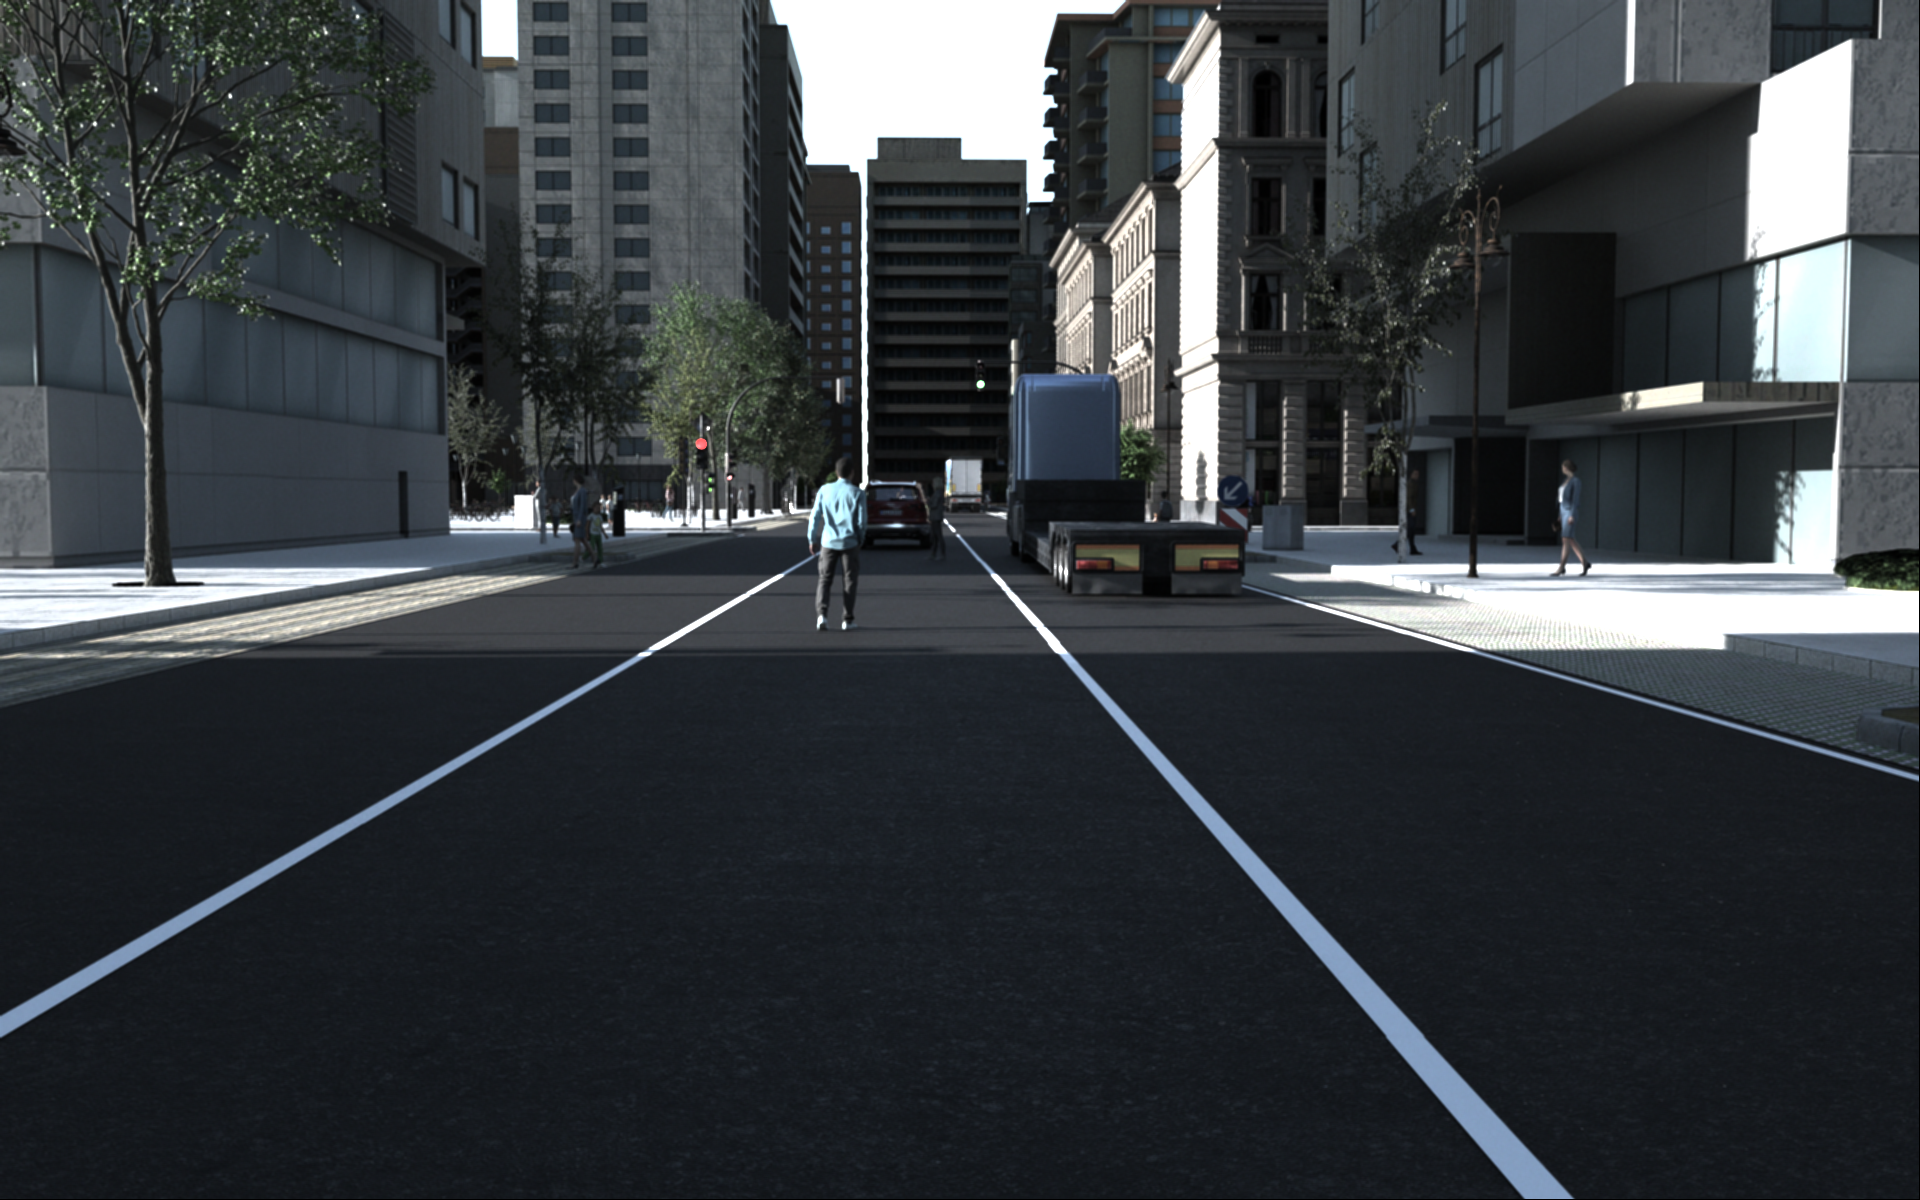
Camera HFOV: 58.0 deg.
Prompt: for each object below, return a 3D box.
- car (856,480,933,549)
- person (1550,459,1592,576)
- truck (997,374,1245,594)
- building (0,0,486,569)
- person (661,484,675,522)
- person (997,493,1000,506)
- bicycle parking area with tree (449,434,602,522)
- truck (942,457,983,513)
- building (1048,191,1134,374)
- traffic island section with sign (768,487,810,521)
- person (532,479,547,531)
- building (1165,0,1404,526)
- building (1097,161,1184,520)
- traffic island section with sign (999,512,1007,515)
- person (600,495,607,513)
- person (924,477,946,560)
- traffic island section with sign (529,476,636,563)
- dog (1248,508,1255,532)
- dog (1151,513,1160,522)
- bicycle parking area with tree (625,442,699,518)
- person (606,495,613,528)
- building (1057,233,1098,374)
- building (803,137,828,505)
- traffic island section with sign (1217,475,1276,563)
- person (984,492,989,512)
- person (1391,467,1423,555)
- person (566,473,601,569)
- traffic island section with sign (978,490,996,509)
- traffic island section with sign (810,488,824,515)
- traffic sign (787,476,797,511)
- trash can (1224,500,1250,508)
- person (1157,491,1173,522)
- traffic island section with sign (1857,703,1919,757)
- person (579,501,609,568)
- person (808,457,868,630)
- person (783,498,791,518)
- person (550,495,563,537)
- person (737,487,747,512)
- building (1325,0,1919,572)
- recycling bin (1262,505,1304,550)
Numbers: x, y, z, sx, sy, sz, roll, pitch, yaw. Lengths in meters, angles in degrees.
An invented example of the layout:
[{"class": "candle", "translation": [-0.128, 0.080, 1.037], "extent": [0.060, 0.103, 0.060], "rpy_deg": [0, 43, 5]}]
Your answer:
[{"class": "car", "translation": [-1.738, -2.341, 46.945], "extent": [2.281, 1.827, 5.304], "rpy_deg": [0, 4, 1]}, {"class": "person", "translation": [9.577, -1.286, 27.095], "extent": [0.654, 1.822, 0.581], "rpy_deg": [1, 4, 14]}, {"class": "truck", "translation": [2.525, -2.650, 33.081], "extent": [2.967, 4.110, 18.799], "rpy_deg": [0, 4, -1]}, {"class": "building", "translation": [-28.055, -27.668, 41.606], "extent": [27.495, 52.752, 28.713], "rpy_deg": [0, 4, -1]}, {"class": "person", "translation": [-13.657, -4.550, 81.019], "extent": [0.643, 1.750, 0.593], "rpy_deg": [0, 4, 1]}, {"class": "person", "translation": [4.086, -10.642, 183.297], "extent": [0.557, 1.426, 1.065], "rpy_deg": [0, 4, -7]}, {"class": "bicycle parking area with tree", "translation": [-23.574, -5.890, 83.306], "extent": [8.231, 4.147, 9.016], "rpy_deg": [2, 4, 29]}, {"class": "truck", "translation": [0.205, -9.012, 136.251], "extent": [2.839, 4.237, 11.283], "rpy_deg": [0, 4, -3]}, {"class": "building", "translation": [12.984, -18.592, 132.853], "extent": [11.050, 23.489, 19.941], "rpy_deg": [0, 4, -1]}, {"class": "traffic island section with sign", "translation": [-9.219, -5.139, 92.650], "extent": [1.989, 1.847, 2.006], "rpy_deg": [0, 4, -1]}, {"class": "person", "translation": [-14.480, -3.264, 59.586], "extent": [0.466, 1.800, 0.511], "rpy_deg": [0, 4, -2]}, {"class": "building", "translation": [19.369, -14.968, 73.598], "extent": [19.941, 23.489, 11.050], "rpy_deg": [0, 4, -1]}, {"class": "building", "translation": [13.784, -13.969, 93.016], "extent": [10.561, 19.102, 19.286], "rpy_deg": [0, 4, -1]}, {"class": "traffic island section with sign", "translation": [3.717, -6.751, 119.008], "extent": [1.989, 1.847, 2.006], "rpy_deg": [0, 4, -1]}, {"class": "person", "translation": [-16.429, -4.219, 79.708], "extent": [0.332, 1.250, 0.352], "rpy_deg": [-1, 4, -20]}, {"class": "person", "translation": [-0.564, -1.781, 37.810], "extent": [0.526, 1.800, 0.537], "rpy_deg": [1, 4, 10]}, {"class": "traffic island section with sign", "translation": [-7.975, -1.725, 36.829], "extent": [1.989, 1.847, 2.006], "rpy_deg": [0, 4, -1]}, {"class": "dog", "translation": [9.879, -2.727, 58.971], "extent": [0.513, 0.831, 0.800], "rpy_deg": [2, 4, 35]}, {"class": "dog", "translation": [9.141, -3.811, 80.045], "extent": [0.550, 0.427, 0.748], "rpy_deg": [0, 4, -6]}, {"class": "bicycle parking area with tree", "translation": [-18.248, -6.586, 94.685], "extent": [8.231, 4.147, 9.016], "rpy_deg": [1, 4, 9]}, {"class": "person", "translation": [-13.353, -3.388, 66.114], "extent": [0.332, 1.250, 0.352], "rpy_deg": [-1, 4, -12]}, {"class": "building", "translation": [12.328, -15.186, 112.922], "extent": [10.561, 19.102, 19.286], "rpy_deg": [0, 4, -1]}, {"class": "building", "translation": [-30.684, -33.583, 203.700], "extent": [28.867, 44.769, 22.147], "rpy_deg": [0, 4, -1]}, {"class": "traffic island section with sign", "translation": [5.557, -1.725, 36.825], "extent": [1.989, 1.847, 2.006], "rpy_deg": [0, 4, -1]}, {"class": "person", "translation": [2.135, -7.807, 137.958], "extent": [0.330, 1.601, 0.589], "rpy_deg": [2, 4, 30]}, {"class": "person", "translation": [9.445, -1.861, 36.386], "extent": [0.836, 1.842, 0.656], "rpy_deg": [-1, 4, -23]}, {"class": "person", "translation": [-7.162, -1.487, 32.841], "extent": [0.654, 1.822, 0.581], "rpy_deg": [0, 4, -6]}, {"class": "traffic island section with sign", "translation": [2.560, -9.891, 170.351], "extent": [1.989, 1.847, 2.006], "rpy_deg": [0, 4, -1]}, {"class": "traffic island section with sign", "translation": [-9.828, -6.787, 119.598], "extent": [1.989, 1.847, 2.006], "rpy_deg": [0, 4, -1]}, {"class": "traffic sign", "translation": [-12.103, -7.626, 124.798], "extent": [0.768, 2.556, 0.104], "rpy_deg": [0, 4, 4]}, {"class": "trash can", "translation": [7.176, -2.039, 44.985], "extent": [0.748, 1.137, 0.748], "rpy_deg": [0, 3, 0]}, {"class": "person", "translation": [5.236, -2.048, 44.575], "extent": [0.523, 1.515, 0.503], "rpy_deg": [1, 4, 17]}, {"class": "traffic island section with sign", "translation": [6.177, -0.055, 9.535], "extent": [1.989, 1.847, 2.006], "rpy_deg": [0, 4, -1]}, {"class": "person", "translation": [-7.139, -1.284, 33.736], "extent": [0.590, 1.304, 0.306], "rpy_deg": [1, 4, 19]}, {"class": "person", "translation": [-1.302, -0.599, 18.321], "extent": [0.660, 1.820, 0.620], "rpy_deg": [0, 4, 7]}, {"class": "person", "translation": [-10.161, -5.659, 101.201], "extent": [0.709, 1.800, 0.728], "rpy_deg": [2, 4, 33]}, {"class": "person", "translation": [-11.994, -2.491, 51.453], "extent": [0.332, 1.250, 0.352], "rpy_deg": [1, 4, 22]}, {"class": "person", "translation": [-16.094, -7.389, 127.134], "extent": [0.850, 1.792, 0.678], "rpy_deg": [0, 4, -5]}, {"class": "building", "translation": [25.200, -27.626, 40.928], "extent": [28.713, 52.752, 27.495], "rpy_deg": [0, 4, -1]}, {"class": "recycling bin", "translation": [7.430, -1.668, 39.819], "extent": [0.722, 1.027, 0.722], "rpy_deg": [3, 4, 38]}]
